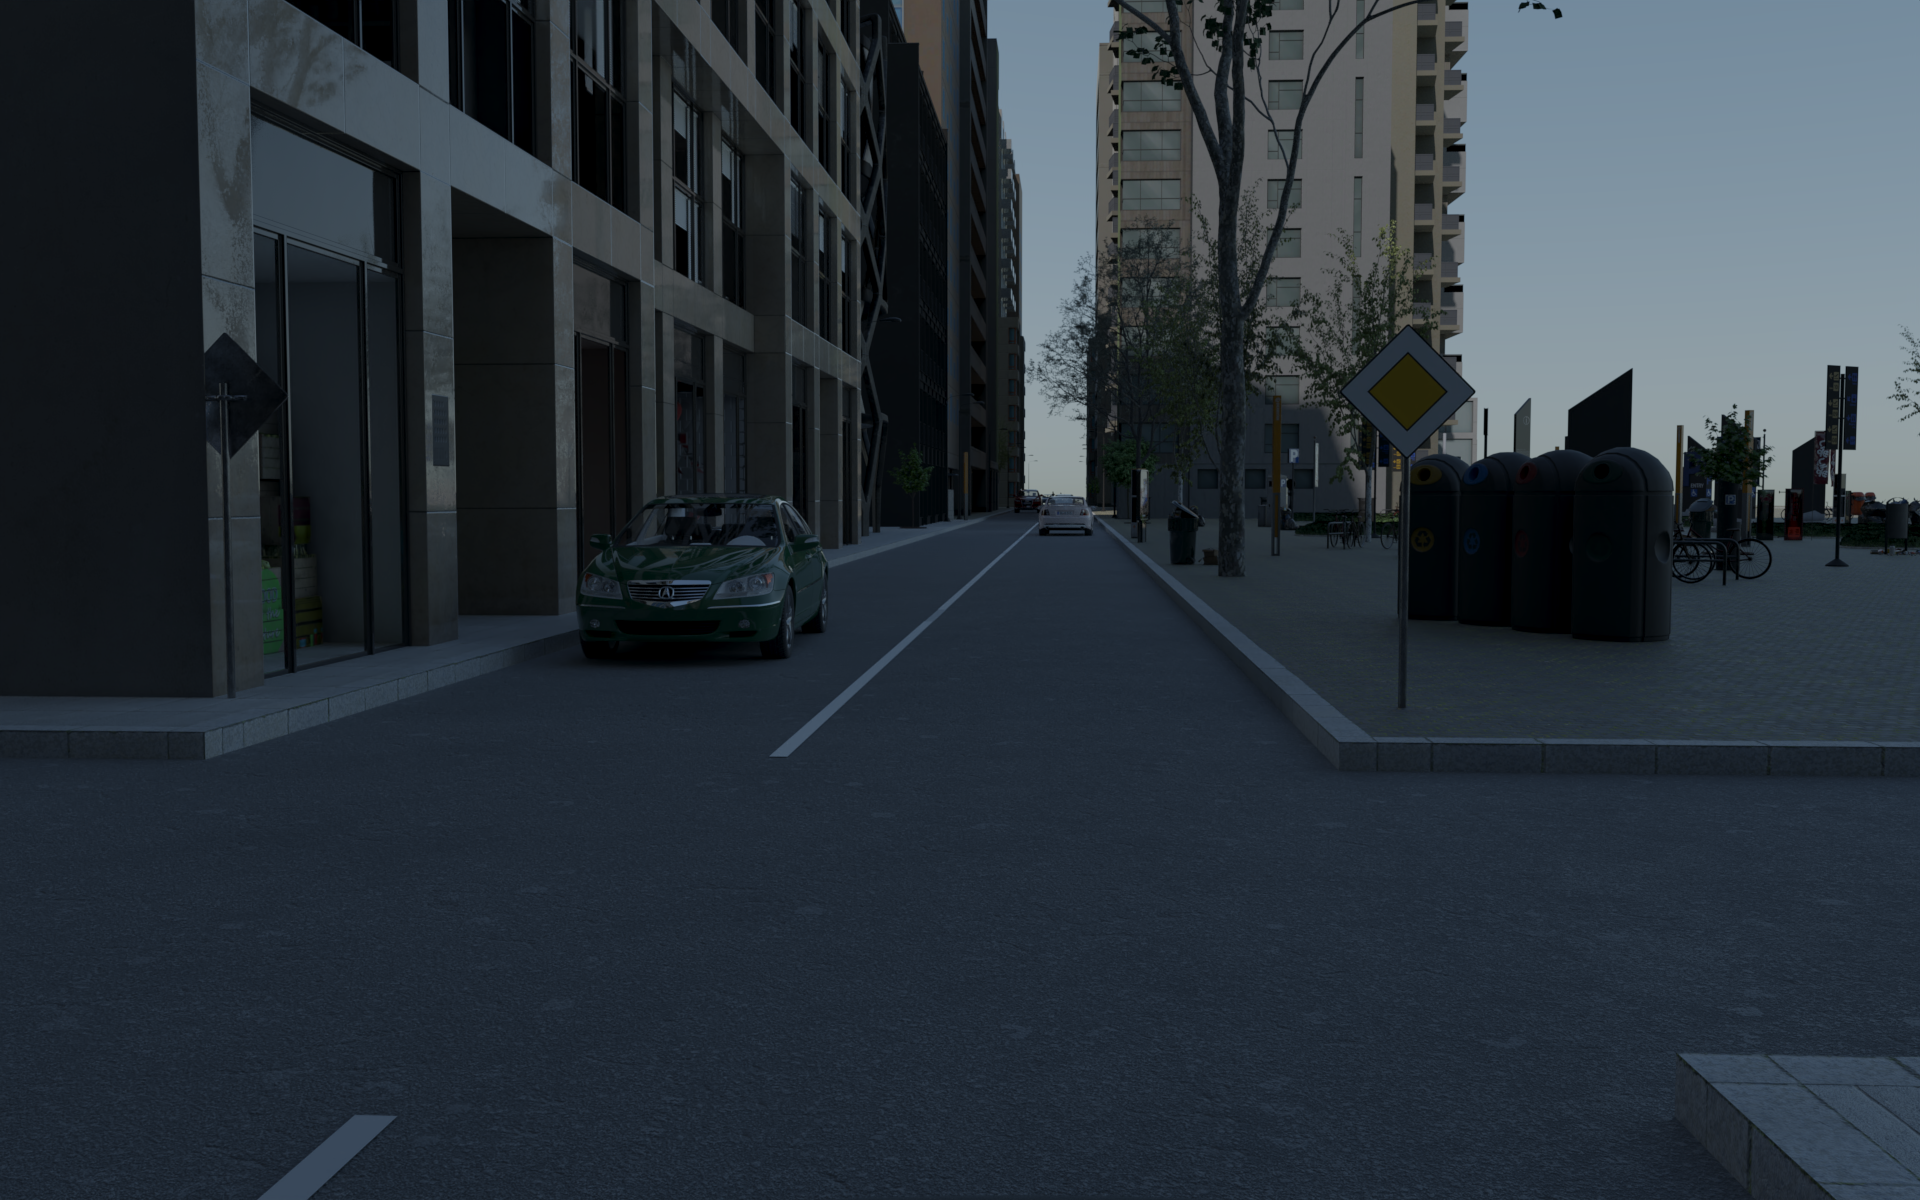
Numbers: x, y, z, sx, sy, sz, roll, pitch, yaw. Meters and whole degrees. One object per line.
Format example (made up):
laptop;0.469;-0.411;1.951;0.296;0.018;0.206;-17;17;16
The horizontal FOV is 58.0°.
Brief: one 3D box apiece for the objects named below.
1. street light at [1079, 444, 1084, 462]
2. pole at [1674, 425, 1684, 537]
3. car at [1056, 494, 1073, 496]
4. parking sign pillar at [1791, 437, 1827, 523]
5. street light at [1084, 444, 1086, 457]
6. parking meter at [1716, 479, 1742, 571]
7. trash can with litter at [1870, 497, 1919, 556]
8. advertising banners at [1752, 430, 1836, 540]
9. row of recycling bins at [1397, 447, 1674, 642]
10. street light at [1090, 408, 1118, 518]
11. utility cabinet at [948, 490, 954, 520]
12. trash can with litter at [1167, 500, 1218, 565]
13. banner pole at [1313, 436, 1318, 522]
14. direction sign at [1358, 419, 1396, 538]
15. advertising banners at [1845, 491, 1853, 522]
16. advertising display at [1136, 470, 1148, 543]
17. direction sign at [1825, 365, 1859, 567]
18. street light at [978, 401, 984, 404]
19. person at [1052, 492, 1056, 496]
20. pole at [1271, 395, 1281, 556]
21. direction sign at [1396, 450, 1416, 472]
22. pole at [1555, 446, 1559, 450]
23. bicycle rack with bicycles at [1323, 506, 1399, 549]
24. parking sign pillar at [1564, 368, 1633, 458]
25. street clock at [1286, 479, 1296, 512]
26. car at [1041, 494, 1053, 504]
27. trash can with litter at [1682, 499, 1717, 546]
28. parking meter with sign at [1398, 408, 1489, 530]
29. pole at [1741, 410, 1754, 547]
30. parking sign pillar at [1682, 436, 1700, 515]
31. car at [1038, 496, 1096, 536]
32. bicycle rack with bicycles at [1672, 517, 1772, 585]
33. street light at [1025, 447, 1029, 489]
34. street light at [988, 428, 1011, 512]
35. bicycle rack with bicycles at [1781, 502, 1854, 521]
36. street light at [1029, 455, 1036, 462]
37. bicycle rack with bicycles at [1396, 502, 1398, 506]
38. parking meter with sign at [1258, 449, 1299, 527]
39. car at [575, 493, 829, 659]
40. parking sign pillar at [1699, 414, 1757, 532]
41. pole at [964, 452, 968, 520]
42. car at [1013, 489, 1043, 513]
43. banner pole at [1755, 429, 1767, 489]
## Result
street light;12.060;-11.556;161.488;1.470;5.913;1.316;0;4;4
pole;21.258;-3.509;51.207;0.158;3.312;0.155;0;3;0
car;7.066;-6.564;117.109;2.009;1.686;4.222;0;4;4
parking sign pillar;35.368;-5.119;72.174;1.447;3.967;1.447;2;4;27
street light;9.995;-9.446;126.982;1.470;5.913;1.316;0;4;4
parking meter;12.923;-1.266;29.111;0.372;1.533;0.369;0;3;0
trash can with litter;20.309;-1.574;36.785;2.233;1.210;1.678;-1;4;-13
advertising banners;23.016;-3.158;47.817;2.074;3.025;0.090;0;4;7
row of recycling bins;5.442;-0.582;16.629;1.069;1.692;3.534;-1;4;-20
street light;7.753;-7.352;92.744;1.470;5.913;1.316;0;4;4
utility cabinet;-0.643;-4.627;84.336;0.318;1.500;1.173;-1;4;-21
trash can with litter;4.309;-1.234;31.567;1.055;1.170;0.624;1;4;13
banner pole;15.329;-5.176;74.644;0.401;3.779;0.863;2;4;26
direction sign;12.080;-3.571;50.383;0.876;3.537;0.379;3;5;39
advertising banners;32.600;-4.155;64.119;0.090;3.025;2.074;0;4;6
advertising display;4.827;-2.488;45.892;0.123;1.923;0.974;1;4;18
direction sign;15.562;-2.363;30.628;0.876;3.537;0.379;-2;4;-31
street light;0.517;-7.002;87.027;1.470;5.913;1.316;0;4;4
person;13.030;-14.346;243.067;1.348;1.822;0.705;-2;4;-30
pole;6.557;-2.573;35.906;0.158;3.312;0.155;0;3;0
direction sign;15.450;-4.177;60.283;0.876;3.537;0.379;3;5;41
pole;25.478;-4.902;73.988;0.158;3.312;0.155;0;3;0
bicycle rack with bicycles;9.678;-1.684;40.923;2.852;0.926;2.925;2;4;34
parking sign pillar;13.734;-2.988;37.329;1.447;3.967;1.447;0;4;7
street clock;15.744;-4.762;82.425;0.471;2.002;0.358;2;4;27
car;12.137;-13.924;239.662;2.014;1.417;4.499;0;4;3
trash can with litter;18.299;-1.929;42.926;1.055;1.170;0.624;-3;5;-41
parking meter with sign;9.878;-2.396;35.431;1.738;3.016;0.543;1;4;18
pole;19.127;-2.949;42.059;0.158;3.312;0.155;0;3;0
parking sign pillar;33.731;-5.551;79.233;1.447;3.967;1.447;-2;4;-28
car;3.755;-2.974;60.985;2.083;1.381;4.827;0;4;5
bicycle rack with bicycles;10.338;-0.754;25.703;2.925;0.926;2.852;2;4;31
street light;5.784;-12.077;170.006;1.470;5.913;1.316;0;4;4
street light;2.652;-9.155;122.230;1.470;5.913;1.316;0;4;4
bicycle rack with bicycles;40.018;-4.146;81.170;2.925;0.926;2.852;3;5;40
street light;7.974;-14.198;204.672;1.470;5.913;1.316;0;4;4
bicycle rack with bicycles;19.409;-3.734;74.440;2.925;0.926;2.852;0;4;-2
parking meter with sign;12.291;-4.337;67.178;0.543;3.016;1.738;-3;4;-36
car;-2.337;-0.294;16.599;2.131;1.459;4.920;0;4;2
parking sign pillar;25.942;-4.249;57.938;1.447;3.967;1.447;-2;4;-30
pole;0.285;-5.537;84.365;0.158;3.312;0.155;0;3;0
car;5.220;-7.563;132.320;2.281;1.827;5.304;0;4;4
banner pole;30.731;-4.688;66.664;0.401;3.779;0.863;-2;4;-24
